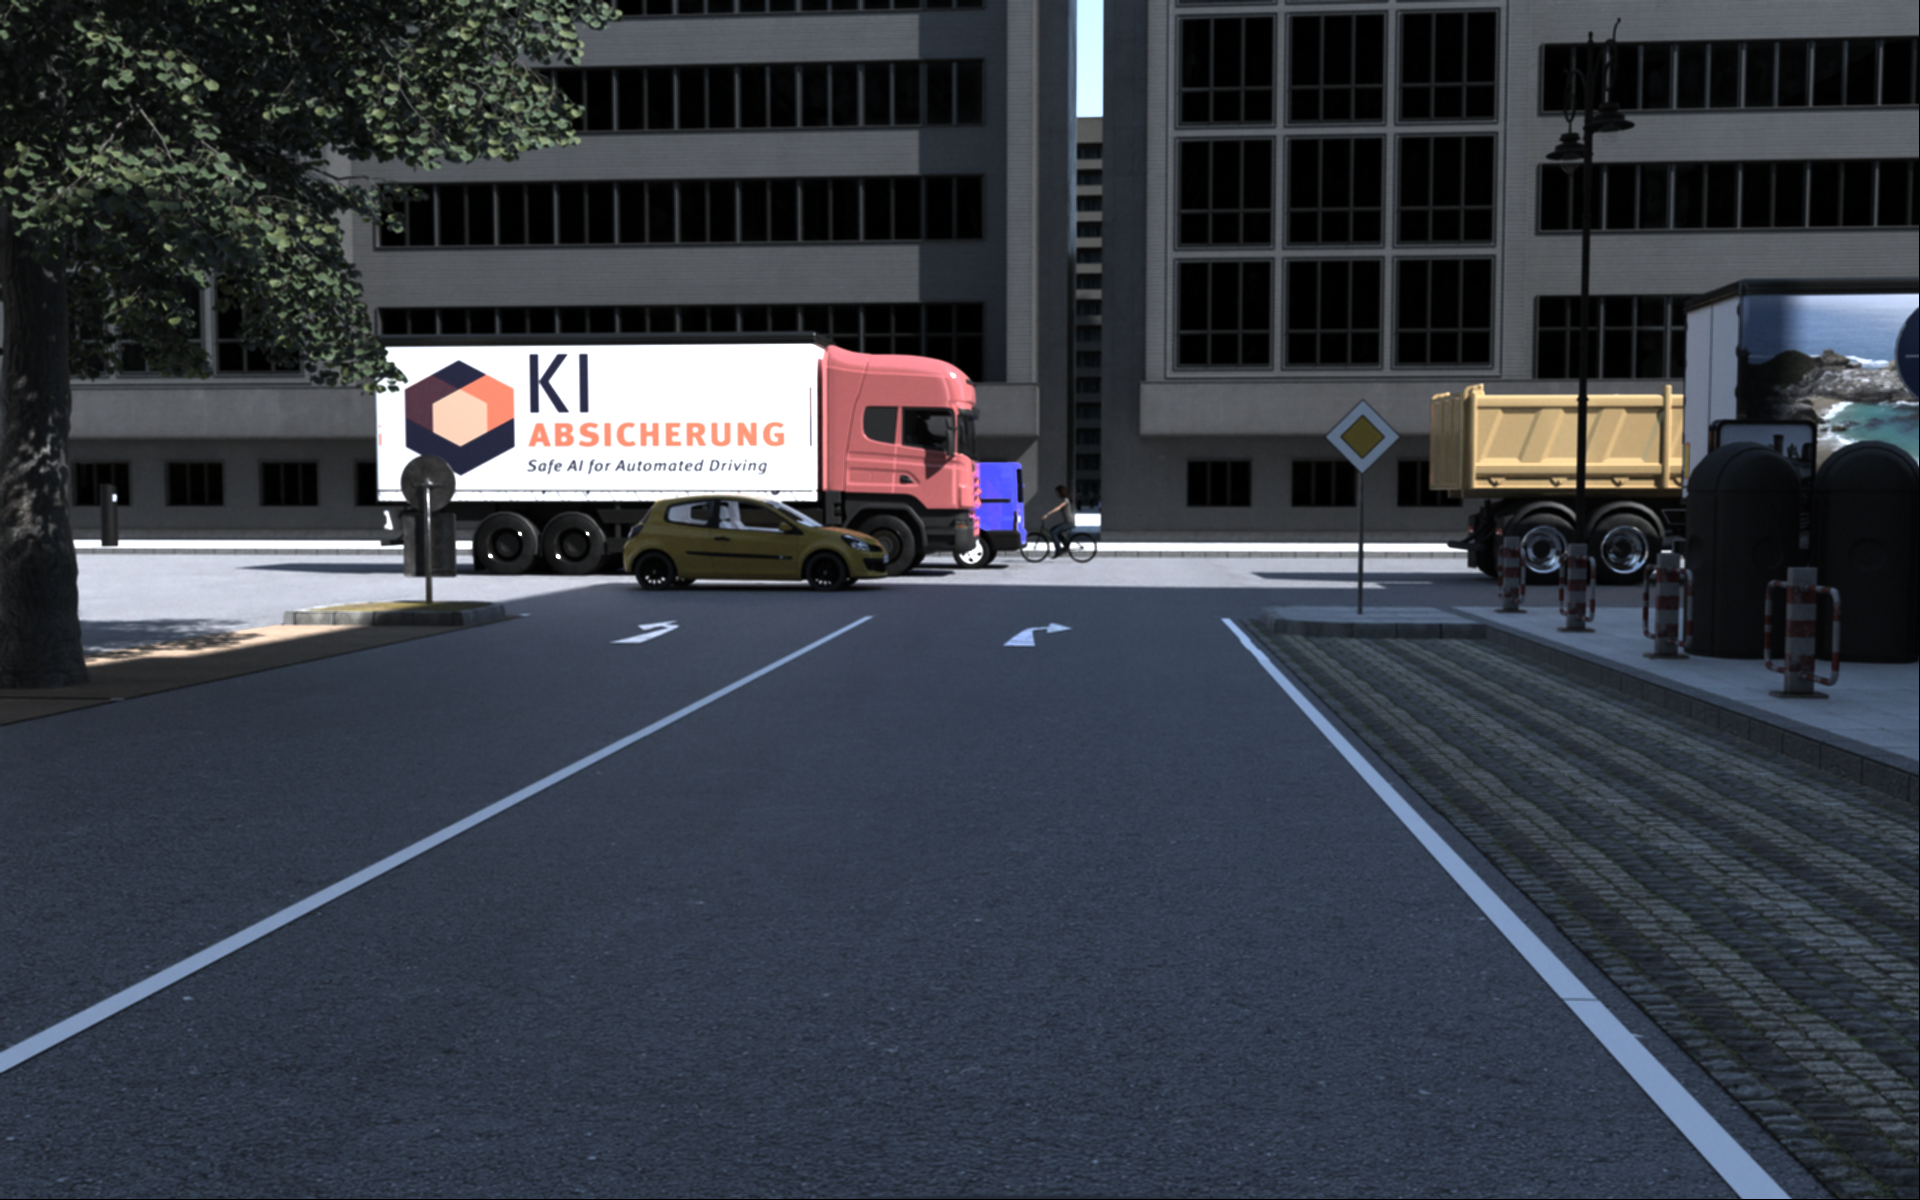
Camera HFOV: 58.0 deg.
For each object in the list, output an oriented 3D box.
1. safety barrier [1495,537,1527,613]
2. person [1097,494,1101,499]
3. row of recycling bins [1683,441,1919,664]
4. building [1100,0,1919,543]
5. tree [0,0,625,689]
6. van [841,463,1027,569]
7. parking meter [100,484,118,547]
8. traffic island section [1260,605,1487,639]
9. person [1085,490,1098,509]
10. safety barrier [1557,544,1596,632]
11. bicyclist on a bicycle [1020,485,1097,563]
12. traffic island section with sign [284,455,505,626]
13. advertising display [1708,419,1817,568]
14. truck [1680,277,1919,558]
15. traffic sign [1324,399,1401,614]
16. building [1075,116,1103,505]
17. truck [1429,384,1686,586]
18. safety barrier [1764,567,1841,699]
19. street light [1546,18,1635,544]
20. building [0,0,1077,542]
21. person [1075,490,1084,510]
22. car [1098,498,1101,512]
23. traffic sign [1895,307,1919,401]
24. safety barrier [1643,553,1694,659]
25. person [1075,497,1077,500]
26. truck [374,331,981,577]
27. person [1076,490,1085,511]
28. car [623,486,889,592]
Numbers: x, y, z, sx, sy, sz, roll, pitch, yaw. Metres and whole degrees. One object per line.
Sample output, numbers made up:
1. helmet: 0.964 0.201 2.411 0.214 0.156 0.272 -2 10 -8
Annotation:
1. safety barrier: 5.974 -0.275 18.766 0.300 0.817 1.120 0 4 5
2. person: 14.737 -10.522 181.262 0.721 1.736 1.217 3 5 41
3. row of recycling bins: 7.507 -0.381 13.339 3.534 1.692 1.069 1 4 17
4. building: 19.012 -14.064 49.012 30.058 24.678 14.314 0 4 5
5. tree: -6.932 -6.334 12.666 9.857 13.997 8.962 0 3 0
6. van: -1.315 -1.811 33.999 5.245 2.365 2.240 0 4 6
7. parking meter: -20.848 -2.081 42.432 0.372 1.533 0.369 0 3 0
8. traffic island section: 4.294 0.230 18.516 2.009 0.180 2.903 0 4 5
9. person: 12.585 -9.597 165.413 1.348 1.823 0.705 0 4 -5
10. safety barrier: 5.750 -0.114 16.146 0.300 0.817 1.120 0 4 5
11. bicyclist on a bicycle: 2.056 -1.600 36.183 1.625 1.676 1.499 0 4 3
12. traffic island section with sign: -6.268 -0.704 19.655 2.006 1.907 1.989 0 4 5
13. advertising display: 6.970 -0.604 15.085 0.974 1.923 0.123 -1 4 -11
14. truck: 15.843 -2.097 23.194 11.283 4.237 2.839 0 4 6
15. traffic sign: 4.270 -0.905 18.441 0.795 2.450 0.064 0 4 5
16. building: 9.345 -36.065 213.359 21.600 48.544 21.300 0 4 5
17. truck: 12.804 -1.967 28.079 9.791 3.379 3.469 0 4 3
18. safety barrier: 5.304 0.205 10.929 0.300 0.817 1.120 0 4 5
19. street light: 6.302 -2.734 17.484 0.468 5.910 1.993 0 4 5
20. building: -11.581 -14.238 51.863 30.058 24.678 14.314 0 4 5
21. person: 10.485 -9.011 155.916 1.350 1.814 0.705 -1 4 -17
22. car: 12.352 -8.174 143.235 1.945 1.707 3.694 0 4 6
23. traffic sign: 6.288 -0.663 10.942 0.768 2.556 0.104 1 4 14
24. safety barrier: 5.528 0.045 13.536 0.300 0.817 1.120 0 4 5
25. person: 9.101 -7.926 138.910 0.721 1.723 1.217 -1 4 -20
26. truck: -4.622 -2.587 31.205 11.283 4.237 2.839 0 4 5
27. person: 10.454 -8.711 150.935 0.705 1.823 1.348 -2 4 -28
28. car: -3.074 -0.985 26.327 3.980 1.641 2.015 0 4 6
